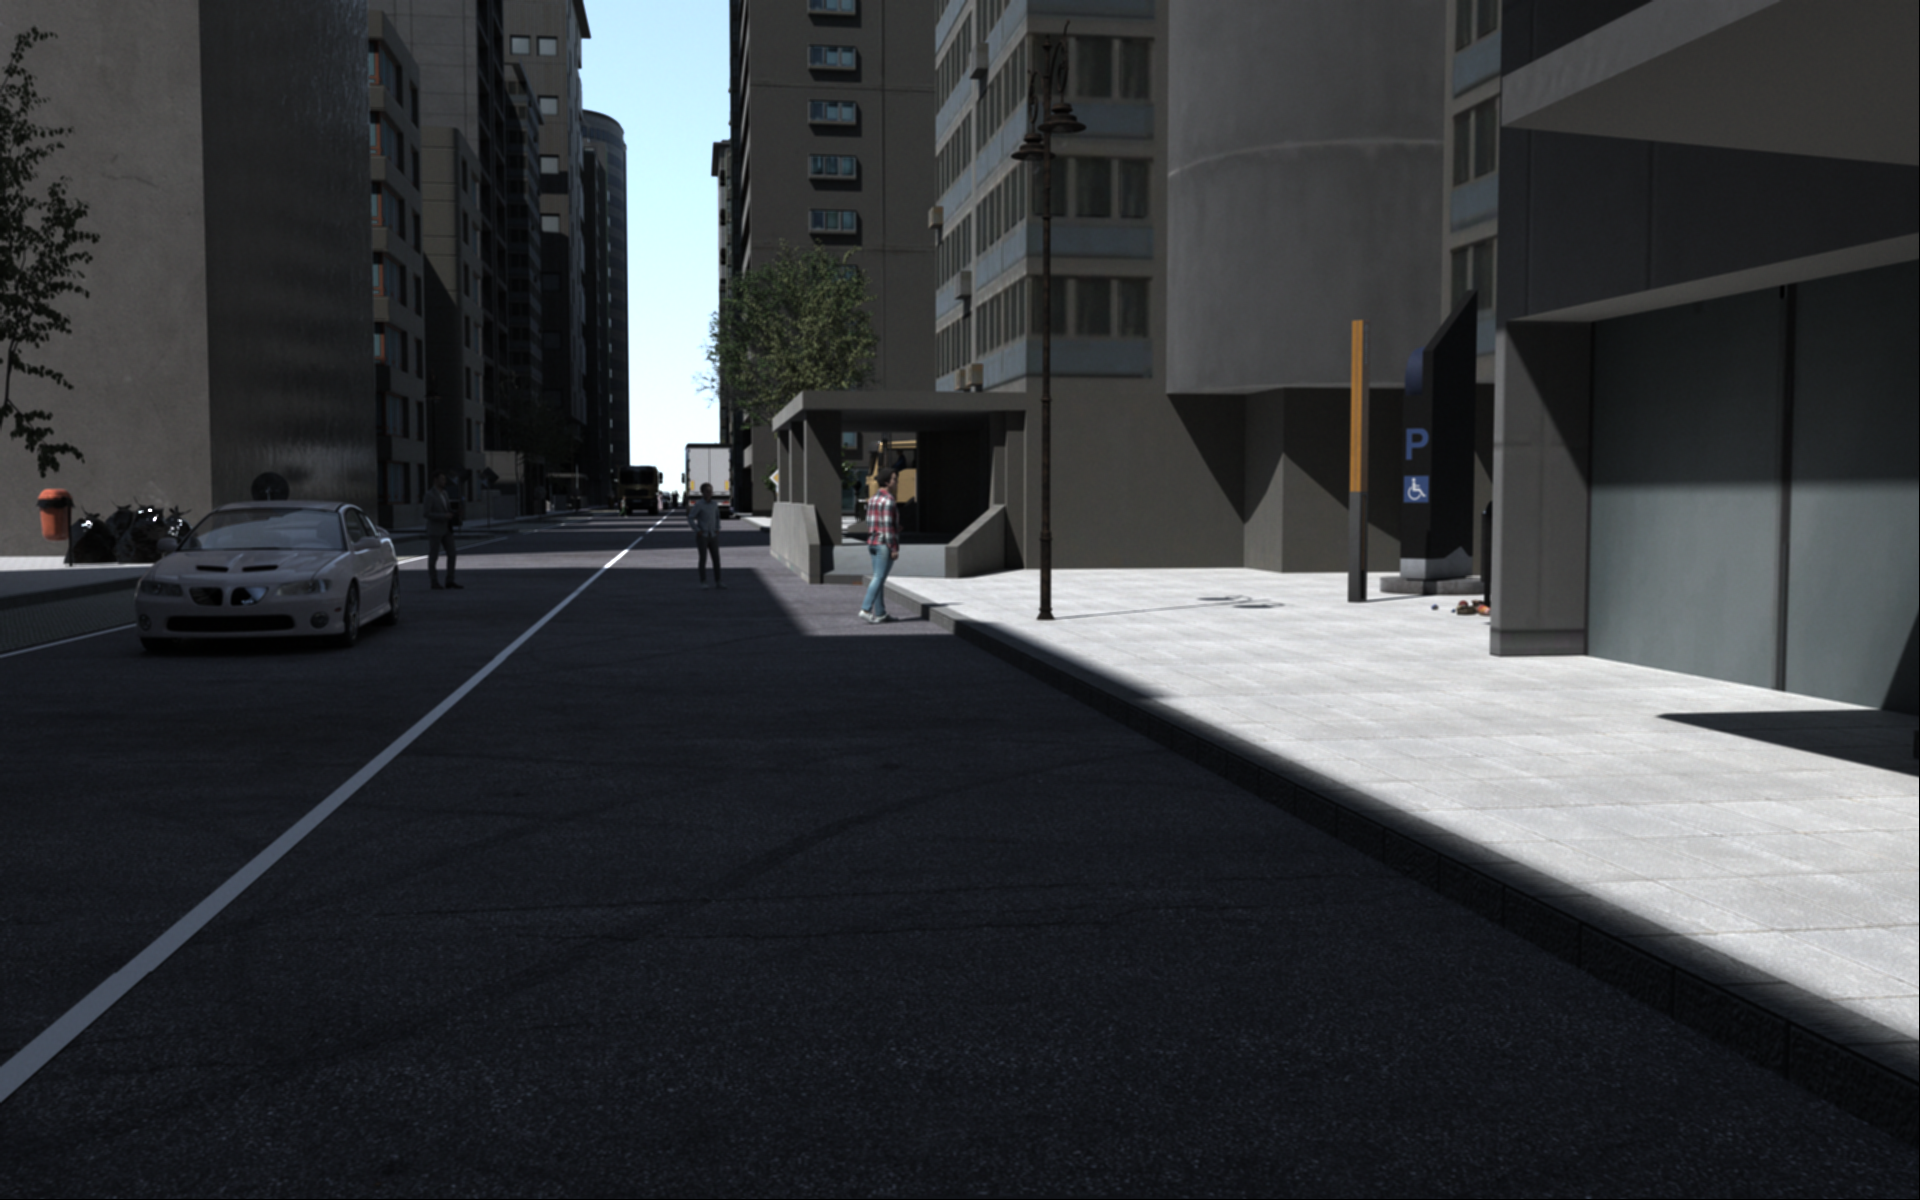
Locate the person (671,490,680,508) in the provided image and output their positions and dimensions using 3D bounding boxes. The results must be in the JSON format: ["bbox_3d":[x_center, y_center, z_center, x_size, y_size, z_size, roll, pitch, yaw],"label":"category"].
[{"bbox_3d":[-29.621,-10.532,180.682,1.348,1.826,0.705,3,5,41],"label":"person"}]

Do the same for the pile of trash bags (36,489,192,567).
[{"bbox_3d":[-15.712,-1.363,32.045,1.912,1.369,3.447,1,4,11],"label":"pile of trash bags"}]

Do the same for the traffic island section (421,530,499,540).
[{"bbox_3d":[-16.038,-2.030,55.476,2.009,0.180,2.903,-1,4,-9],"label":"traffic island section"}]

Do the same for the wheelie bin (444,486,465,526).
[{"bbox_3d":[-20.267,-3.742,69.097,0.980,1.594,0.693,-2,4,-25],"label":"wheelie bin"}]

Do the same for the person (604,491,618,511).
[{"bbox_3d":[-30.096,-8.572,149.383,1.217,1.736,0.721,0,4,-6],"label":"person"}]

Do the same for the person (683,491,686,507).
[{"bbox_3d":[-30.401,-11.181,191.830,0.721,1.766,1.217,0,4,2],"label":"person"}]

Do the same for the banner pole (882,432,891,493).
[{"bbox_3d":[-2.300,-3.963,54.815,0.401,3.779,0.863,1,4,22],"label":"banner pole"}]

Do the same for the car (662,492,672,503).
[{"bbox_3d":[-49.577,-17.267,290.993,2.281,1.827,5.304,-1,4,-10],"label":"car"}]

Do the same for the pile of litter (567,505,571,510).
[{"bbox_3d":[-31.468,-7.533,137.127,1.719,0.858,1.176,-1,4,-16],"label":"pile of litter"}]

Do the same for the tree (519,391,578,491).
[{"bbox_3d":[-29.381,-10.516,122.294,4.737,8.622,4.395,0,3,0],"label":"tree"}]

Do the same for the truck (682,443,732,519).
[{"bbox_3d":[-14.774,-6.866,101.174,2.839,4.237,11.283,-1,4,-10],"label":"truck"}]

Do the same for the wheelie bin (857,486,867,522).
[{"bbox_3d":[-3.580,-3.660,67.744,0.693,1.594,0.980,-3,5,-41],"label":"wheelie bin"}]

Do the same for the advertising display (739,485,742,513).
[{"bbox_3d":[-14.933,-6.882,117.741,0.123,1.923,0.974,0,4,-5],"label":"advertising display"}]

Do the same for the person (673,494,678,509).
[{"bbox_3d":[-28.126,-9.745,171.052,0.599,1.433,0.991,-3,4,-36],"label":"person"}]

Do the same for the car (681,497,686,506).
[{"bbox_3d":[-32.020,-11.959,205.309,2.009,1.686,4.222,-1,4,-8],"label":"car"}]

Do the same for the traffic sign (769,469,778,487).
[{"bbox_3d":[-6.763,-3.747,64.901,0.795,2.450,0.064,-1,4,-9],"label":"traffic sign"}]

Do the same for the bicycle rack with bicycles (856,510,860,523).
[{"bbox_3d":[-3.188,-3.591,72.103,2.925,0.926,2.852,-3,5,-44],"label":"bicycle rack with bicycles"}]

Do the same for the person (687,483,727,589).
[{"bbox_3d":[-3.824,-0.971,26.189,0.589,1.601,0.330,-2,4,-31],"label":"person"}]

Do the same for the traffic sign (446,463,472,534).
[{"bbox_3d":[-16.016,-3.167,55.417,0.795,2.450,0.064,-1,4,-9],"label":"traffic sign"}]

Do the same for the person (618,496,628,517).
[{"bbox_3d":[-20.715,-5.734,106.491,0.590,1.304,0.306,0,4,1],"label":"person"}]

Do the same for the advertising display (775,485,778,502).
[{"bbox_3d":[-7.817,-4.434,77.715,0.974,1.923,0.123,-1,4,-8],"label":"advertising display"}]

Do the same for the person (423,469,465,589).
[{"bbox_3d":[-7.774,-1.065,26.119,0.583,1.804,0.606,1,4,14],"label":"person"}]

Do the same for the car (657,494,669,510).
[{"bbox_3d":[-27.321,-8.985,156.695,2.009,1.686,4.222,-1,4,-9],"label":"car"}]

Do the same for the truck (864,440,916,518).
[{"bbox_3d":[0.638,-4.074,62.527,9.791,3.379,3.469,0,4,-7],"label":"truck"}]

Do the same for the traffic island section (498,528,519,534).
[{"bbox_3d":[-17.258,-2.513,63.367,2.009,0.180,2.903,-1,4,-9],"label":"traffic island section"}]

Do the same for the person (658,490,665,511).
[{"bbox_3d":[-25.800,-8.565,149.209,0.621,1.740,0.551,1,4,22],"label":"person"}]

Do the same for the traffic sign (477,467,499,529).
[{"bbox_3d":[-17.236,-3.649,63.309,0.795,2.450,0.064,-1,4,-9],"label":"traffic sign"}]

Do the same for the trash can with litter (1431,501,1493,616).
[{"bbox_3d":[6.013,-0.478,18.866,1.678,1.210,2.233,2,4,30],"label":"trash can with litter"}]

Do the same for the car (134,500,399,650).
[{"bbox_3d":[-6.850,-0.315,17.506,2.083,1.381,4.827,-1,4,-10],"label":"car"}]

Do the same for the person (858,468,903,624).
[{"bbox_3d":[-0.893,-0.610,19.307,0.643,1.720,0.563,-2,4,-24],"label":"person"}]

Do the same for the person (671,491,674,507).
[{"bbox_3d":[-32.168,-11.371,194.950,0.750,1.759,0.617,2,4,32],"label":"person"}]

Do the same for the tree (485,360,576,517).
[{"bbox_3d":[-24.364,-8.926,96.307,4.360,8.622,3.978,0,3,0],"label":"tree"}]

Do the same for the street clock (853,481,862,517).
[{"bbox_3d":[-5.634,-5.522,94.858,0.471,2.002,0.358,-3,5,-43],"label":"street clock"}]

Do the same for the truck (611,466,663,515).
[{"bbox_3d":[-22.332,-7.610,120.352,3.469,3.379,9.791,-1,4,-9],"label":"truck"}]

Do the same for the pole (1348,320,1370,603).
[{"bbox_3d":[4.711,-1.627,20.438,0.158,3.312,0.155,0,3,0],"label":"pole"}]

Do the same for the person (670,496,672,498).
[{"bbox_3d":[-46.389,-16.415,280.137,1.065,1.426,0.557,-1,4,-12],"label":"person"}]

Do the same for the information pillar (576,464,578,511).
[{"bbox_3d":[-29.544,-8.694,133.503,0.183,3.616,0.504,-1,4,-10],"label":"information pillar"}]

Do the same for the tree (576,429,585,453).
[{"bbox_3d":[-30.096,-10.867,128.040,4.360,8.622,3.978,0,3,0],"label":"tree"}]

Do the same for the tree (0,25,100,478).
[{"bbox_3d":[-14.447,-4.573,25.130,4.737,8.622,4.395,0,3,0],"label":"tree"}]
